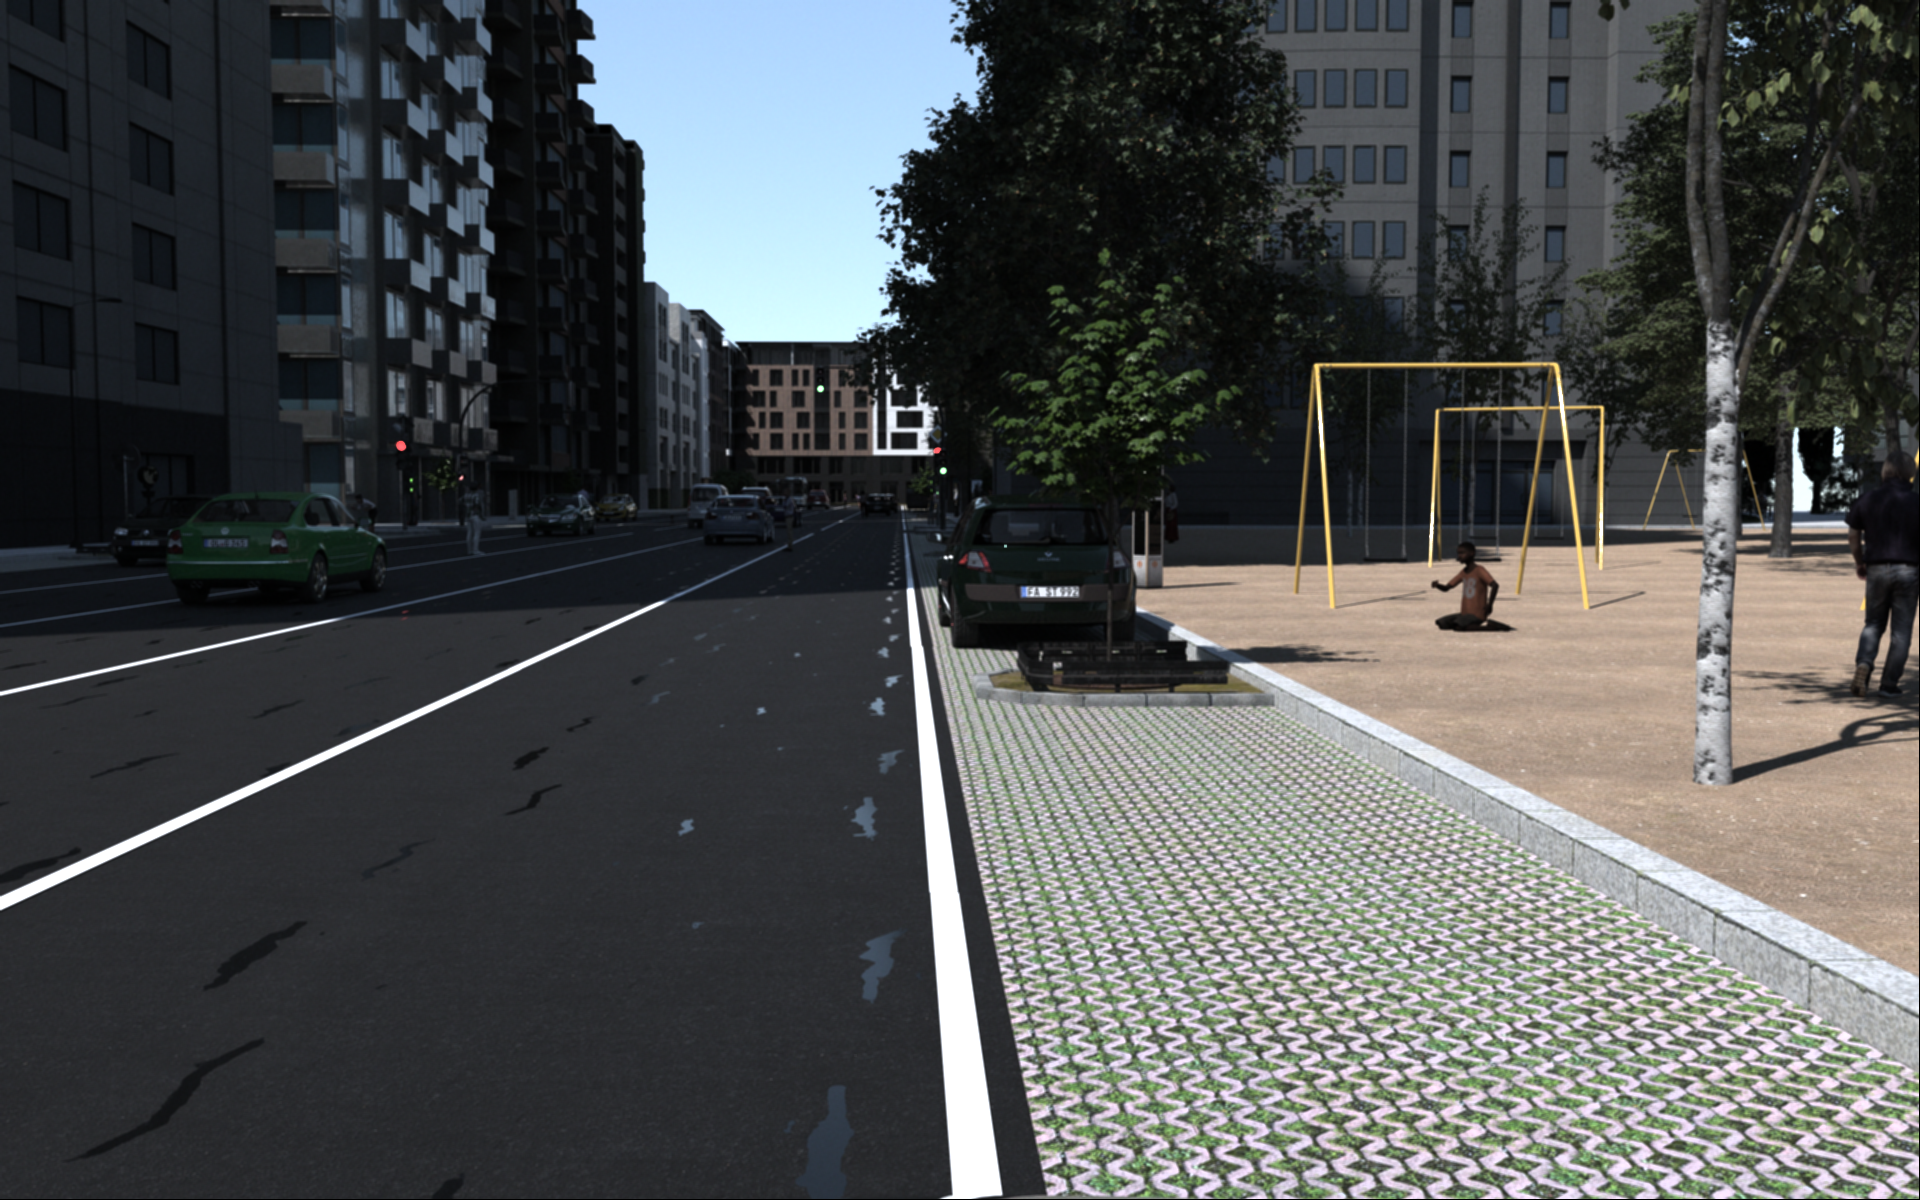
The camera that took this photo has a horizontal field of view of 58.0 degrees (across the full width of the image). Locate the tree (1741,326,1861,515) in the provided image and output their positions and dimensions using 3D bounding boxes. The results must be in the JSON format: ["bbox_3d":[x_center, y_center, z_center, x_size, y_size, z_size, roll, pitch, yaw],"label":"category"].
[{"bbox_3d":[52.230,-12.947,113.504,13.155,14.587,18.604,-2,4,-27],"label":"tree"}]

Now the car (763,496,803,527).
[{"bbox_3d":[-7.901,-3.892,76.206,1.945,1.354,3.894,0,4,-2],"label":"car"}]

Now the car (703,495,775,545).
[{"bbox_3d":[-6.411,-2.344,50.328,2.014,1.417,4.499,0,4,-1],"label":"car"}]

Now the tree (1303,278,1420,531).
[{"bbox_3d":[13.849,-6.695,59.818,4.360,8.622,3.978,0,3,0],"label":"tree"}]

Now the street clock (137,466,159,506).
[{"bbox_3d":[-20.867,-2.445,44.551,0.358,2.002,0.471,2,4,24],"label":"street clock"}]

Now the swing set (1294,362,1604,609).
[{"bbox_3d":[5.789,-1.414,20.742,3.119,2.851,2.862,0,4,3],"label":"swing set"}]

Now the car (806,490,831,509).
[{"bbox_3d":[-13.296,-9.413,162.571,2.281,1.827,5.304,0,4,-2],"label":"car"}]

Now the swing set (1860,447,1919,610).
[{"bbox_3d":[11.800,-1.275,18.468,2.862,2.851,3.119,-1,4,-23],"label":"swing set"}]

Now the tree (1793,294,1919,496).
[{"bbox_3d":[27.871,-6.329,53.841,4.360,8.622,3.978,0,3,0],"label":"tree"}]

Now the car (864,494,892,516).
[{"bbox_3d":[-5.488,-6.424,114.815,2.009,1.686,4.222,0,4,-4],"label":"car"}]

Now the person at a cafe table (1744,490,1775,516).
[{"bbox_3d":[46.226,-5.596,100.015,1.698,1.524,1.622,1,4,22],"label":"person at a cafe table"}]

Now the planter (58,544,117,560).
[{"bbox_3d":[-18.569,-1.062,38.505,1.991,0.319,1.994,0,4,-2],"label":"planter"}]

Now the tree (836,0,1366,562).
[{"bbox_3d":[2.558,-6.990,31.291,9.611,12.733,9.660,0,3,0],"label":"tree"}]

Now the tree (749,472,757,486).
[{"bbox_3d":[-27.226,-14.329,217.991,4.285,4.588,4.351,0,3,0],"label":"tree"}]

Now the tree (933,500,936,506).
[{"bbox_3d":[-3.037,-11.978,190.447,1.663,3.219,1.824,0,3,0],"label":"tree"}]

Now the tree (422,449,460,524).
[{"bbox_3d":[-22.180,-4.903,74.772,1.663,3.219,1.824,0,3,0],"label":"tree"}]

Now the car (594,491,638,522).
[{"bbox_3d":[-18.156,-4.962,91.347,2.015,1.641,3.980,0,4,0],"label":"car"}]

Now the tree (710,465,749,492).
[{"bbox_3d":[-26.342,-12.829,193.464,4.285,4.588,4.351,0,3,0],"label":"tree"}]

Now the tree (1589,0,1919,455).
[{"bbox_3d":[13.645,-5.539,24.978,8.767,10.594,7.601,1,4,16],"label":"tree"}]

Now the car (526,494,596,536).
[{"bbox_3d":[-13.810,-2.958,60.154,2.131,1.459,4.920,0,4,-3],"label":"car"}]

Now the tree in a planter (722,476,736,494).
[{"bbox_3d":[-23.111,-10.631,171.031,1.991,3.239,1.994,0,4,-2],"label":"tree in a planter"}]

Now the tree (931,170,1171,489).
[{"bbox_3d":[2.389,-7.841,46.334,7.486,12.596,7.792,0,3,0],"label":"tree"}]

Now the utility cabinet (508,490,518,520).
[{"bbox_3d":[-22.215,-4.731,86.035,0.318,1.500,1.173,-1,4,-8],"label":"utility cabinet"}]

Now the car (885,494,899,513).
[{"bbox_3d":[-5.646,-7.514,132.634,2.009,1.686,4.222,0,4,-3],"label":"car"}]

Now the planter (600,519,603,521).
[{"bbox_3d":[-20.477,-4.457,94.009,1.991,0.319,1.994,0,4,-2],"label":"planter"}]

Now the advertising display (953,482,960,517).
[{"bbox_3d":[-0.192,-5.565,96.208,0.123,1.923,0.974,-1,4,-14],"label":"advertising display"}]

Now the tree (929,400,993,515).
[{"bbox_3d":[0.224,-9.415,104.292,4.737,8.622,4.395,0,3,0],"label":"tree"}]

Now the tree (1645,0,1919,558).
[{"bbox_3d":[16.481,-7.148,34.993,7.486,12.596,7.792,0,3,0],"label":"tree"}]

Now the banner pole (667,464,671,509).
[{"bbox_3d":[-24.176,-9.422,144.060,0.401,3.779,0.863,1,4,18],"label":"banner pole"}]

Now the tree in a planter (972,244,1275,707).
[{"bbox_3d":[1.094,-0.932,12.466,1.991,3.239,1.994,0,4,-2],"label":"tree in a planter"}]

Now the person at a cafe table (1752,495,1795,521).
[{"bbox_3d":[39.195,-4.452,83.653,1.726,1.238,1.698,1,4,15],"label":"person at a cafe table"}]

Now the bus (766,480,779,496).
[{"bbox_3d":[-21.952,-13.381,213.637,2.948,3.499,13.247,0,4,-2],"label":"bus"}]

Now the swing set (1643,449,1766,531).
[{"bbox_3d":[26.271,-3.867,60.850,2.862,2.851,3.119,-2,4,-31],"label":"swing set"}]

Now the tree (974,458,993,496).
[{"bbox_3d":[1.571,-6.077,93.953,1.663,3.219,1.824,0,3,0],"label":"tree"}]

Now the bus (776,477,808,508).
[{"bbox_3d":[-17.745,-11.590,184.350,2.948,3.499,13.247,0,4,-3],"label":"bus"}]

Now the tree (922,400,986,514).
[{"bbox_3d":[-0.133,-9.795,110.508,4.360,8.622,3.978,0,3,0],"label":"tree"}]

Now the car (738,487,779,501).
[{"bbox_3d":[-11.164,-5.295,95.251,2.281,1.827,5.304,0,4,-1],"label":"car"}]

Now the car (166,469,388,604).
[{"bbox_3d":[-9.321,-0.929,23.984,1.959,1.807,4.718,0,4,-2],"label":"car"}]

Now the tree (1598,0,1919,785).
[{"bbox_3d":[3.550,-3.483,7.317,4.737,8.622,4.395,0,3,0],"label":"tree"}]

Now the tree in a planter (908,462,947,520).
[{"bbox_3d":[-1.726,-5.974,94.902,1.991,3.239,1.994,0,4,-2],"label":"tree in a planter"}]

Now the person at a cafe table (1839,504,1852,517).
[{"bbox_3d":[48.302,-5.155,92.806,1.698,1.524,1.622,3,5,44],"label":"person at a cafe table"}]

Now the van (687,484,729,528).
[{"bbox_3d":[-10.594,-4.094,73.944,2.013,2.044,4.112,0,4,-1],"label":"van"}]

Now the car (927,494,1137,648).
[{"bbox_3d":[0.687,-0.470,17.470,2.009,1.686,4.222,0,4,-3],"label":"car"}]

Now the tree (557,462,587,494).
[{"bbox_3d":[-23.418,-6.708,104.283,1.663,3.219,1.824,0,3,0],"label":"tree"}]

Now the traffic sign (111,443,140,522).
[{"bbox_3d":[-20.743,-2.627,43.055,0.768,2.556,0.104,0,4,6],"label":"traffic sign"}]

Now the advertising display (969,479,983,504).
[{"bbox_3d":[0.682,-4.218,74.185,0.123,1.923,0.974,2,4,32],"label":"advertising display"}]

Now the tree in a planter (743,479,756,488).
[{"bbox_3d":[-24.049,-12.307,198.434,1.991,3.239,1.994,0,4,-2],"label":"tree in a planter"}]

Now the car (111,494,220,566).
[{"bbox_3d":[-15.914,-1.589,35.765,2.009,1.686,4.222,0,4,-1],"label":"car"}]

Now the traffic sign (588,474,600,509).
[{"bbox_3d":[-23.006,-6.658,108.957,0.768,2.556,0.104,0,4,4],"label":"traffic sign"}]
